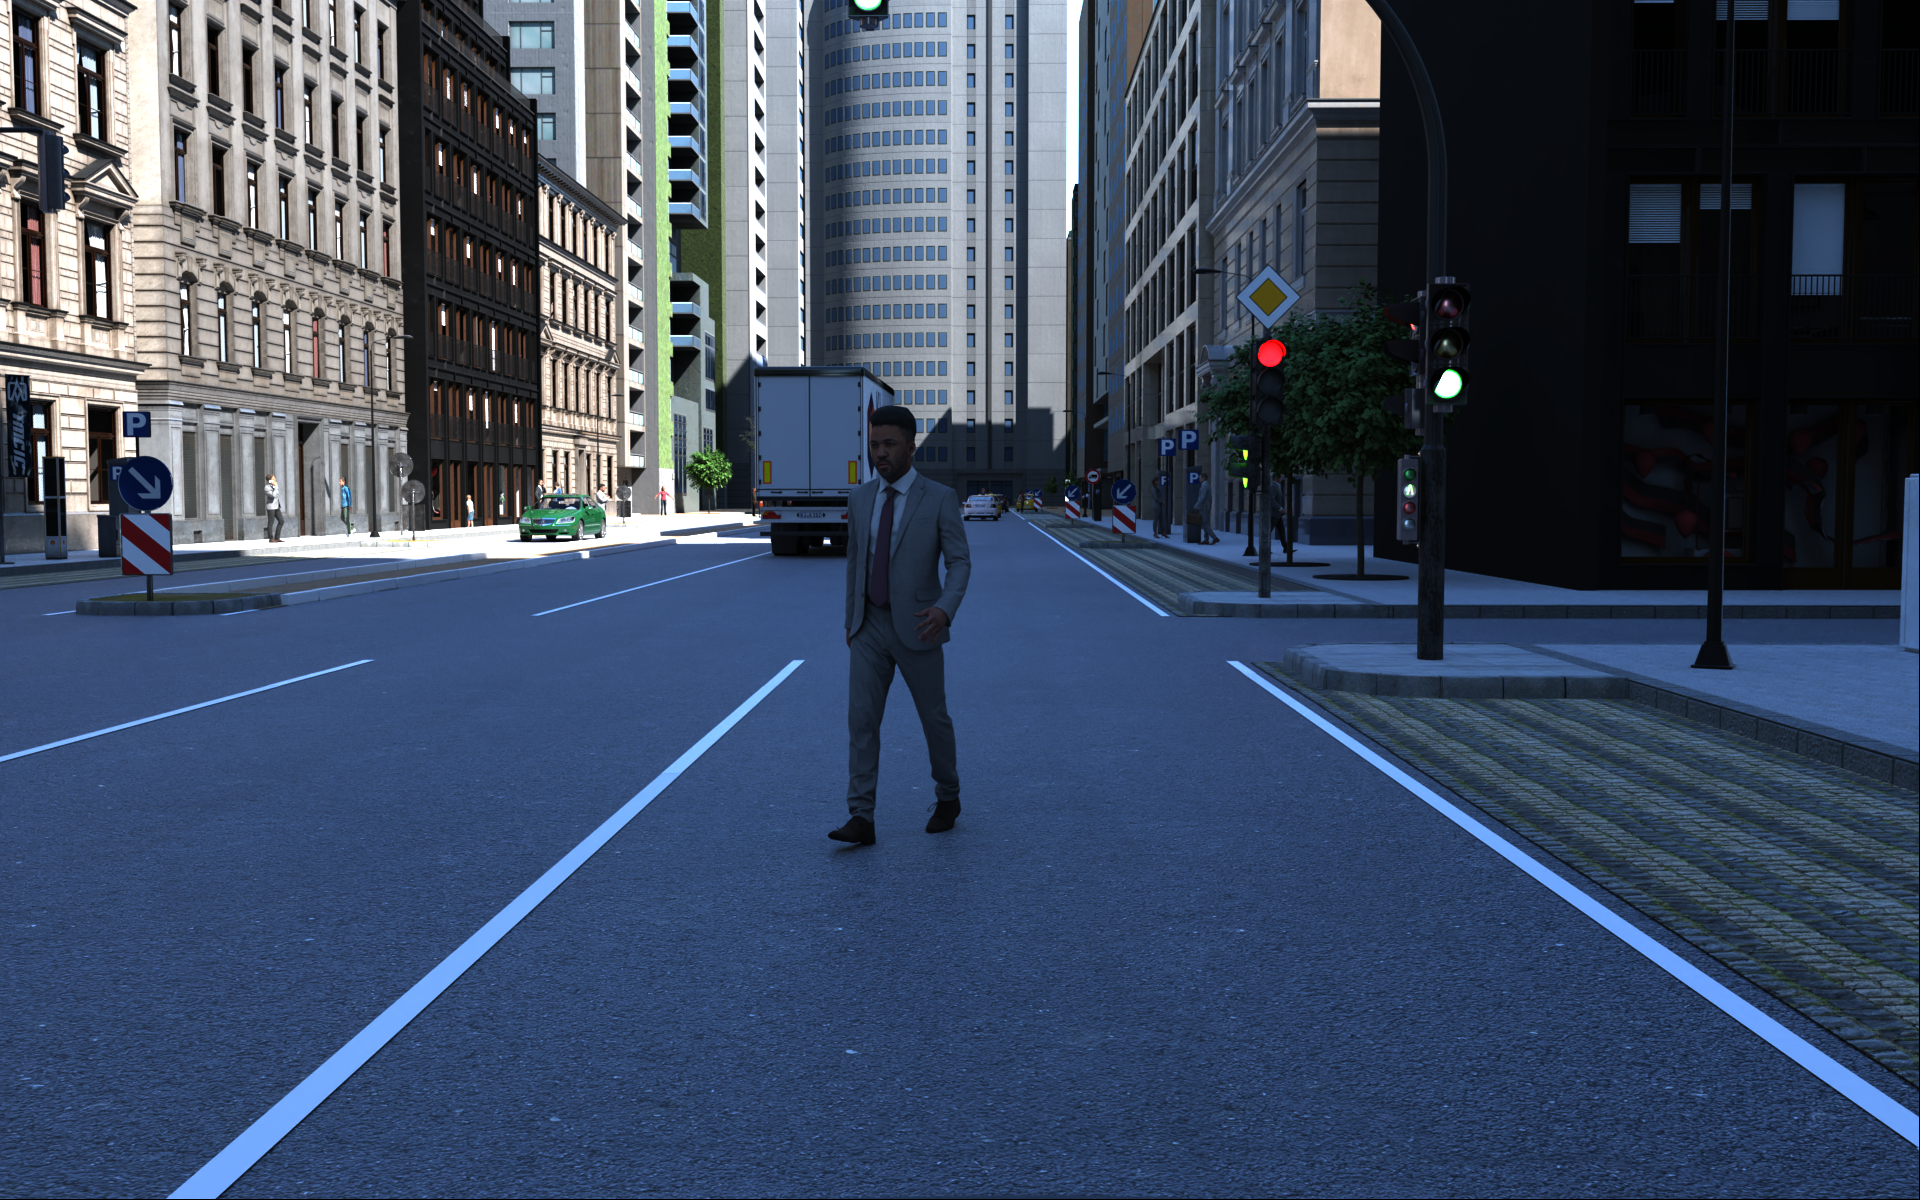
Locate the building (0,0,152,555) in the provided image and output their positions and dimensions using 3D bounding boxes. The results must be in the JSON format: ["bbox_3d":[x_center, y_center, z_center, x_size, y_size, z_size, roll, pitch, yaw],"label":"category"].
[{"bbox_3d":[-24.766,-10.298,32.999,10.561,19.102,19.286,0,4,1],"label":"building"}]

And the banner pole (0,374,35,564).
[{"bbox_3d":[-17.442,-2.558,31.846,0.401,3.779,0.863,2,4,30],"label":"banner pole"}]

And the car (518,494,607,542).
[{"bbox_3d":[-12.216,-2.546,53.432,2.131,1.459,4.920,0,4,2],"label":"car"}]

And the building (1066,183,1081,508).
[{"bbox_3d":[17.380,-23.953,163.330,14.160,30.474,14.107,0,4,1],"label":"building"}]

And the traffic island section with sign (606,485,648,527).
[{"bbox_3d":[-14.580,-4.049,74.836,1.989,1.847,2.006,0,4,1],"label":"traffic island section with sign"}]

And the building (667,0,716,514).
[{"bbox_3d":[-29.579,-49.710,125.430,22.319,86.520,31.000,0,4,1],"label":"building"}]

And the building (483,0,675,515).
[{"bbox_3d":[-25.569,-25.708,103.925,14.154,41.232,14.086,0,4,1],"label":"building"}]

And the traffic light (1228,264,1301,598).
[{"bbox_3d":[3.756,-1.984,21.365,0.839,4.253,0.868,0,4,1],"label":"traffic light"}]

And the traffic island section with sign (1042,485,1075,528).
[{"bbox_3d":[4.630,-3.965,73.451,1.989,1.847,2.006,0,4,1],"label":"traffic island section with sign"}]

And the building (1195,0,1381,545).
[{"bbox_3d":[15.101,-16.276,52.010,13.634,28.700,20.117,0,4,1],"label":"building"}]

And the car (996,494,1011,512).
[{"bbox_3d":[3.039,-7.744,138.609,2.014,1.417,4.499,0,4,2],"label":"car"}]

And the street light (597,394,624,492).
[{"bbox_3d":[-16.252,-6.594,80.351,1.470,5.913,1.316,0,4,1],"label":"street light"}]

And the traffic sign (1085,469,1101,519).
[{"bbox_3d":[6.723,-5.350,87.584,0.768,2.556,0.104,0,4,7],"label":"traffic sign"}]

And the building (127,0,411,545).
[{"bbox_3d":[-24.227,-12.387,51.676,9.793,20.994,18.267,0,4,1],"label":"building"}]

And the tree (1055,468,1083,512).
[{"bbox_3d":[8.087,-8.014,125.631,1.663,3.219,1.824,0,3,0],"label":"tree"}]

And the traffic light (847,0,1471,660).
[{"bbox_3d":[1.538,-2.361,13.272,4.771,5.953,1.251,0,4,1],"label":"traffic light"}]

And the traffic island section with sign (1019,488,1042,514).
[{"bbox_3d":[5.413,-7.029,123.546,1.989,1.847,2.006,0,4,1],"label":"traffic island section with sign"}]

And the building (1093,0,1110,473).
[{"bbox_3d":[24.110,-32.928,127.605,28.713,52.752,27.495,0,4,1],"label":"building"}]

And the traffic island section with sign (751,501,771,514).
[{"bbox_3d":[-13.803,-7.043,123.785,1.989,1.847,2.006,0,4,1],"label":"traffic island section with sign"}]

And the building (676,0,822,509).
[{"bbox_3d":[-30.889,-39.829,193.209,28.212,58.520,21.231,0,4,1],"label":"building"}]

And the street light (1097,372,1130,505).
[{"bbox_3d":[5.889,-5.705,65.814,1.470,5.913,1.316,0,4,1],"label":"street light"}]

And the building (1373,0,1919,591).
[{"bbox_3d":[16.221,-12.147,28.285,15.834,23.373,12.332,0,4,1],"label":"building"}]

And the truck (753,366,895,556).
[{"bbox_3d":[-3.066,-3.347,43.645,2.839,4.237,11.283,0,4,2],"label":"truck"}]

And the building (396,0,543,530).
[{"bbox_3d":[-24.830,-14.615,68.633,12.332,23.373,15.834,0,4,1],"label":"building"}]

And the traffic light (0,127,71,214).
[{"bbox_3d":[-13.610,-2.874,21.656,4.771,5.953,1.251,0,4,1],"label":"traffic light"}]

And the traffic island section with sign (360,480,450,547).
[{"bbox_3d":[-15.017,-2.356,47.143,1.989,1.847,2.006,0,4,1],"label":"traffic island section with sign"}]

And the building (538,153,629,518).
[{"bbox_3d":[-23.652,-13.556,86.274,10.561,19.102,19.286,0,4,1],"label":"building"}]

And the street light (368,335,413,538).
[{"bbox_3d":[-16.671,-4.783,50.747,1.470,5.913,1.316,0,4,1],"label":"street light"}]

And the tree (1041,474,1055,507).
[{"bbox_3d":[8.357,-9.836,155.416,1.663,3.219,1.824,0,3,0],"label":"tree"}]

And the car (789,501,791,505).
[{"bbox_3d":[-10.624,-6.805,119.931,2.281,1.827,5.304,0,4,1],"label":"car"}]

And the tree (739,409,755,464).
[{"bbox_3d":[-15.756,-11.653,140.895,4.360,8.622,3.978,0,3,0],"label":"tree"}]

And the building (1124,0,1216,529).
[{"bbox_3d":[18.497,-16.804,79.261,19.350,26.468,34.151,0,4,1],"label":"building"}]

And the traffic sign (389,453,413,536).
[{"bbox_3d":[-17.153,-3.244,53.143,0.768,2.556,0.104,0,4,2],"label":"traffic sign"}]

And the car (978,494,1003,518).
[{"bbox_3d":[1.649,-5.858,106.006,2.015,1.641,3.980,0,4,0],"label":"car"}]

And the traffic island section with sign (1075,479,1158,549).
[{"bbox_3d":[4.190,-2.290,46.074,1.989,1.847,2.006,0,4,1],"label":"traffic island section with sign"}]

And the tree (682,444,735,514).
[{"bbox_3d":[-16.468,-7.927,113.315,4.285,4.588,4.351,0,3,0],"label":"tree"}]

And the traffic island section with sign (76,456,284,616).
[{"bbox_3d":[-9.722,-0.808,21.351,2.006,1.907,1.989,0,4,1],"label":"traffic island section with sign"}]

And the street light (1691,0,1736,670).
[{"bbox_3d":[5.034,-2.453,12.650,1.470,5.913,1.316,0,4,1],"label":"street light"}]

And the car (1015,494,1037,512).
[{"bbox_3d":[5.426,-7.943,140.098,2.015,1.641,3.980,0,4,2],"label":"car"}]

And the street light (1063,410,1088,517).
[{"bbox_3d":[6.381,-7.536,95.749,1.470,5.913,1.316,0,4,1],"label":"street light"}]

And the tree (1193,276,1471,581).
[{"bbox_3d":[6.166,-2.604,26.292,4.285,4.588,4.351,0,3,0],"label":"tree"}]

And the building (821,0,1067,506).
[{"bbox_3d":[-2.696,-39.739,191.732,28.212,58.520,21.231,0,4,1],"label":"building"}]

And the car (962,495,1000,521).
[{"bbox_3d":[1.151,-4.999,94.099,2.083,1.381,4.827,0,4,1],"label":"car"}]

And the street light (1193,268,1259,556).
[{"bbox_3d":[5.484,-3.864,35.718,1.470,5.913,1.316,0,4,1],"label":"street light"}]

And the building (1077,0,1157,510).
[{"bbox_3d":[17.395,-30.498,148.748,14.600,45.320,14.200,0,4,1],"label":"building"}]
